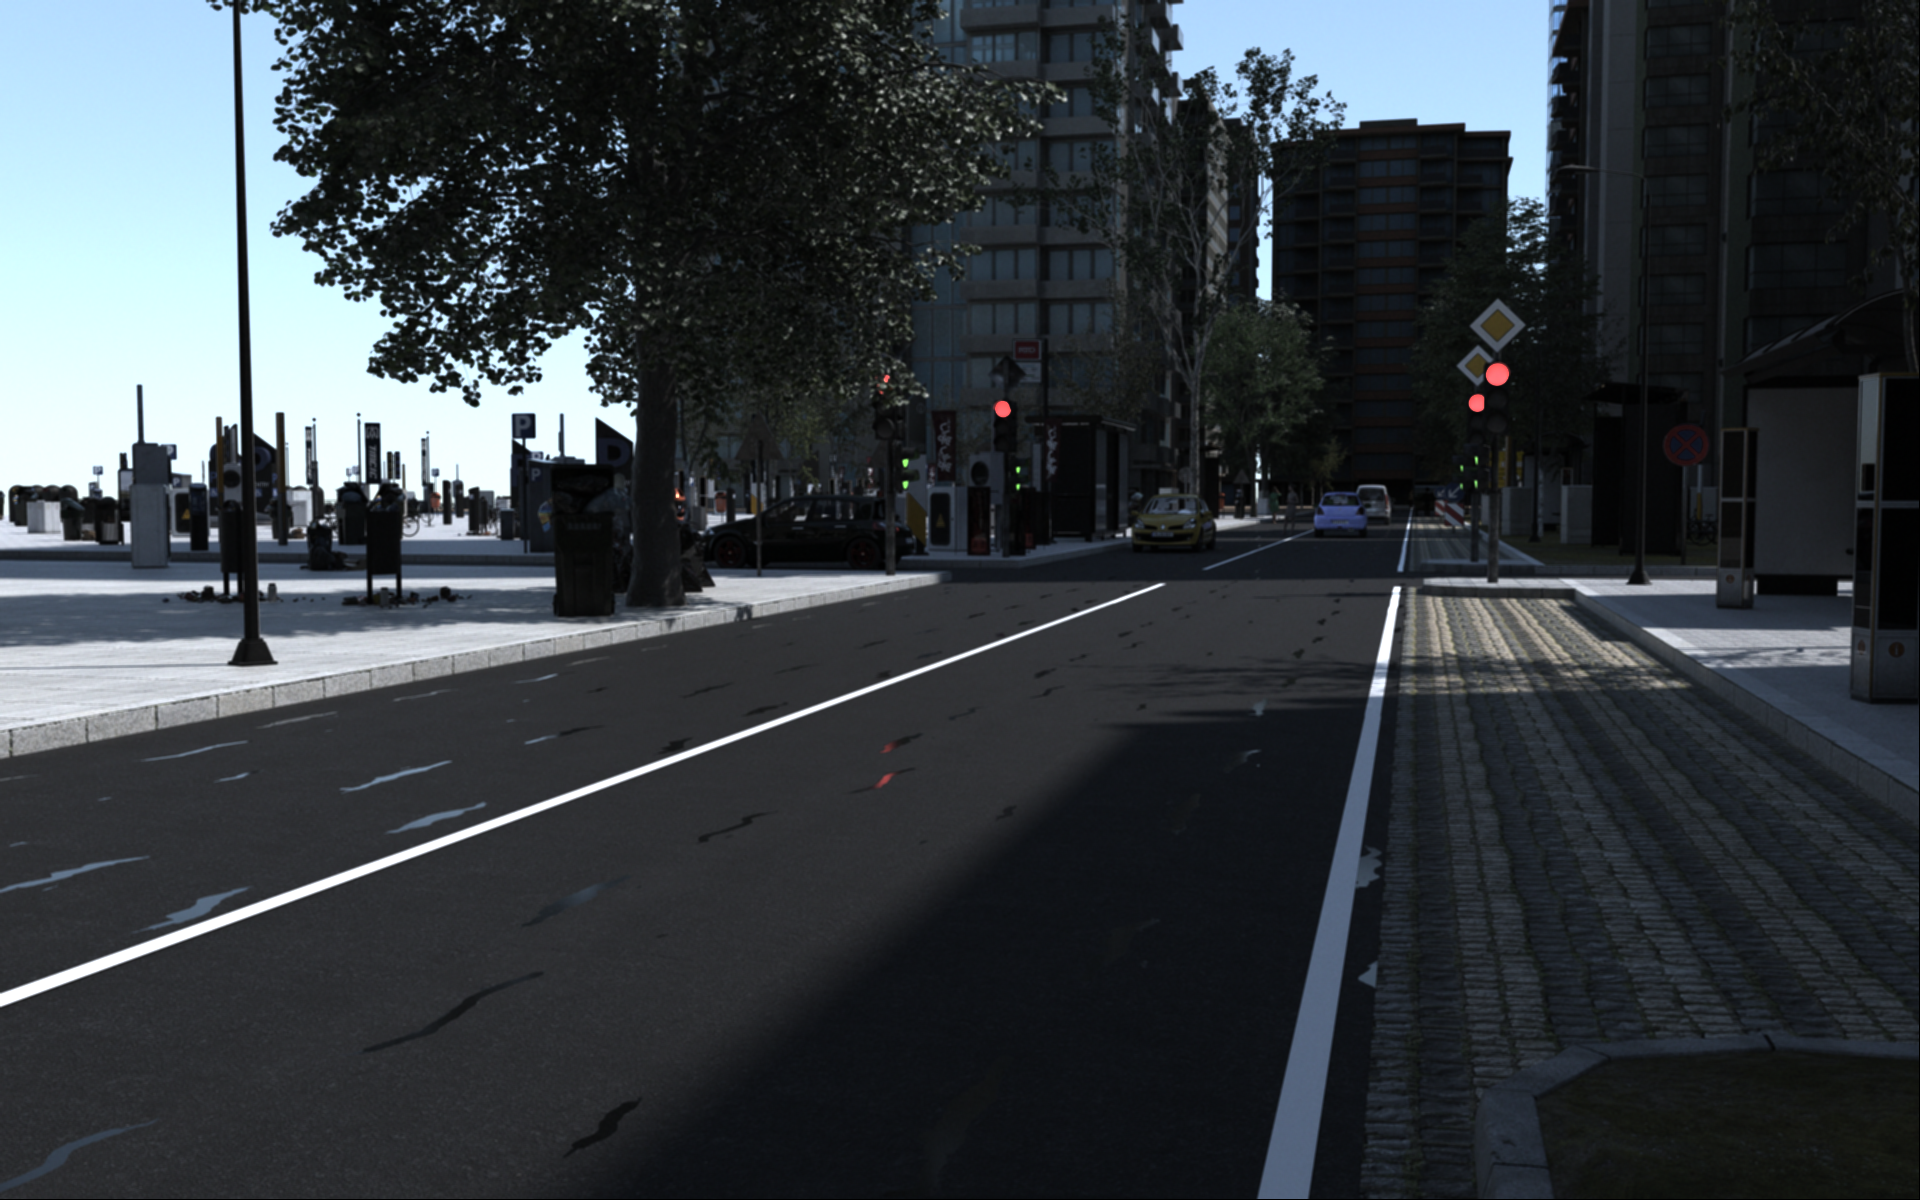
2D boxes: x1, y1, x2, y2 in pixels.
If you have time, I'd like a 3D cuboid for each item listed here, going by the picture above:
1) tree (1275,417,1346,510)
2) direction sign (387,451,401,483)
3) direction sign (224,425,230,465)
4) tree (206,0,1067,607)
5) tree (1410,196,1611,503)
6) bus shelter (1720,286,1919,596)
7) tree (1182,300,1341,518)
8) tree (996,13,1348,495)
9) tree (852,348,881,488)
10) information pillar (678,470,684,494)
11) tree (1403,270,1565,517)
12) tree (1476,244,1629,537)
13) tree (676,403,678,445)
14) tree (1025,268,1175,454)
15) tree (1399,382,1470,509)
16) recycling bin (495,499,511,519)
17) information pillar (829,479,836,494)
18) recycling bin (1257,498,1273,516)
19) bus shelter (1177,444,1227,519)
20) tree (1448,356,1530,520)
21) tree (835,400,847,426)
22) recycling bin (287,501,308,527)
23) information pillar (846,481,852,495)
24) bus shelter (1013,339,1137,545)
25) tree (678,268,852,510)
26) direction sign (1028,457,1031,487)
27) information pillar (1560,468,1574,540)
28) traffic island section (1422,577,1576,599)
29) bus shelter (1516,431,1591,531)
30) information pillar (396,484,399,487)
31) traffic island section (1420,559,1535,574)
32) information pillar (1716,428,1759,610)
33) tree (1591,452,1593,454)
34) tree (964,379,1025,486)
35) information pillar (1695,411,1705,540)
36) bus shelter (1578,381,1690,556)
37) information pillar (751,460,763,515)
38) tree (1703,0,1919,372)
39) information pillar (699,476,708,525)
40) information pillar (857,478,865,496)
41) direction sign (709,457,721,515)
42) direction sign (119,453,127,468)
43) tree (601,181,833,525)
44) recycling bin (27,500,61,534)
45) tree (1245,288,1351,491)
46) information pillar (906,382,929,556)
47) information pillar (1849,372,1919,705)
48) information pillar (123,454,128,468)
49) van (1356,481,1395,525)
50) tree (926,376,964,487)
[{"bbox_3d":[26.819,-11.380,136.430,4.737,8.622,4.395,0,3,0],"label":"tree"},{"bbox_3d":[-30.075,-6.118,92.030,0.876,3.537,0.379,2,4,24],"label":"direction sign"},{"bbox_3d":[-24.258,-3.998,57.364,0.379,3.537,0.876,-2,4,-31],"label":"direction sign"},{"bbox_3d":[-3.449,-6.911,19.653,9.857,13.997,8.962,0,3,0],"label":"tree"},{"bbox_3d":[20.981,-9.099,66.890,7.486,12.596,7.792,0,3,0],"label":"tree"},{"bbox_3d":[10.068,-1.564,19.492,2.014,3.302,5.546,1,4,15],"label":"bus shelter"},{"bbox_3d":[15.819,-10.292,94.026,9.928,11.665,9.643,0,3,0],"label":"tree"},{"bbox_3d":[8.152,-13.084,69.805,12.611,20.169,13.585,0,3,0],"label":"tree"},{"bbox_3d":[-4.639,-7.151,67.274,4.360,8.622,3.978,0,3,0],"label":"tree"},{"bbox_3d":[-8.319,-2.914,52.137,0.304,2.012,0.304,0,4,-6],"label":"information pillar"},{"bbox_3d":[29.661,-11.657,97.254,9.857,13.997,8.962,0,3,0],"label":"tree"},{"bbox_3d":[17.636,-6.192,51.596,4.360,8.622,3.978,0,3,0],"label":"tree"},{"bbox_3d":[-13.043,-8.251,85.261,4.360,8.622,3.978,0,3,0],"label":"tree"},{"bbox_3d":[5.065,-6.498,56.602,4.360,8.622,3.978,0,3,0],"label":"tree"},{"bbox_3d":[50.768,-16.266,176.324,12.009,13.543,11.850,0,3,0],"label":"tree"},{"bbox_3d":[-23.605,-4.721,89.746,0.722,1.027,0.722,1,4,14],"label":"recycling bin"},{"bbox_3d":[-6.105,-4.825,83.386,0.304,2.012,0.304,1,4,16],"label":"information pillar"},{"bbox_3d":[18.327,-5.596,104.053,0.722,1.027,0.722,3,5,43],"label":"recycling bin"},{"bbox_3d":[11.876,-5.727,84.912,1.731,3.624,6.357,1,4,15],"label":"bus shelter"},{"bbox_3d":[26.293,-8.342,86.754,4.737,8.622,4.395,0,3,0],"label":"tree"},{"bbox_3d":[-7.454,-7.848,78.673,4.737,8.622,4.395,0,3,0],"label":"tree"},{"bbox_3d":[-25.817,-3.353,67.382,0.722,1.027,0.722,-2,4,-29],"label":"recycling bin"},{"bbox_3d":[-6.182,-5.616,96.318,0.304,2.012,0.304,0,4,4],"label":"information pillar"},{"bbox_3d":[3.087,-4.260,47.279,2.179,5.291,8.768,1,4,15],"label":"bus shelter"},{"bbox_3d":[-6.213,-6.443,55.700,4.360,8.622,3.978,0,3,0],"label":"tree"},{"bbox_3d":[4.371,-7.008,106.581,0.379,3.537,0.876,-1,4,-21],"label":"direction sign"},{"bbox_3d":[17.061,-2.704,48.709,0.304,2.012,0.304,2,4,23],"label":"information pillar"},{"bbox_3d":[7.724,-0.169,25.046,2.009,0.180,2.903,1,4,15],"label":"traffic island section"},{"bbox_3d":[19.736,-3.910,57.860,2.014,3.302,5.546,1,4,15],"label":"bus shelter"},{"bbox_3d":[-39.660,-7.189,122.033,0.304,2.012,0.304,-1,4,-9],"label":"information pillar"},{"bbox_3d":[9.751,-0.642,32.771,2.009,0.180,2.903,1,4,15],"label":"traffic island section"},{"bbox_3d":[8.691,-0.910,19.368,0.304,2.012,0.304,-3,5,-43],"label":"information pillar"},{"bbox_3d":[29.508,-5.652,76.118,4.285,4.588,4.351,0,3,0],"label":"tree"},{"bbox_3d":[3.038,-9.072,98.688,4.360,8.622,3.978,0,3,0],"label":"tree"},{"bbox_3d":[20.776,-3.500,48.579,0.183,3.616,0.504,2,4,30],"label":"information pillar"},{"bbox_3d":[14.990,-2.905,38.772,1.731,3.624,6.357,1,4,15],"label":"bus shelter"},{"bbox_3d":[-8.122,-4.770,69.336,0.504,3.616,0.183,0,4,0],"label":"information pillar"},{"bbox_3d":[8.055,-3.903,14.173,4.360,8.622,3.978,0,3,0],"label":"tree"},{"bbox_3d":[-10.621,-4.111,71.705,0.304,2.012,0.304,0,4,3],"label":"information pillar"},{"bbox_3d":[-4.664,-4.717,81.618,0.304,2.012,0.304,1,4,11],"label":"information pillar"},{"bbox_3d":[-15.023,-6.981,106.129,0.379,3.537,0.876,3,5,45],"label":"direction sign"},{"bbox_3d":[-45.794,-6.292,94.870,0.876,3.537,0.379,3,5,42],"label":"direction sign"},{"bbox_3d":[-5.936,-5.420,38.972,4.737,8.622,4.395,0,3,0],"label":"tree"},{"bbox_3d":[-29.971,-2.698,56.668,0.722,1.027,0.722,1,4,17],"label":"recycling bin"},{"bbox_3d":[18.936,-12.227,106.566,9.857,13.997,8.962,0,3,0],"label":"tree"},{"bbox_3d":[-0.900,-2.739,36.139,0.504,3.616,0.183,-3,5,-41],"label":"information pillar"},{"bbox_3d":[5.708,-0.376,10.637,0.304,2.012,0.304,0,4,4],"label":"information pillar"},{"bbox_3d":[-48.559,-6.691,100.754,0.504,3.616,0.183,3,4,37],"label":"information pillar"},{"bbox_3d":[19.367,-4.547,81.348,2.013,2.044,4.112,1,4,15],"label":"van"},{"bbox_3d":[-0.169,-9.680,108.635,4.360,8.622,3.978,0,3,0],"label":"tree"}]
